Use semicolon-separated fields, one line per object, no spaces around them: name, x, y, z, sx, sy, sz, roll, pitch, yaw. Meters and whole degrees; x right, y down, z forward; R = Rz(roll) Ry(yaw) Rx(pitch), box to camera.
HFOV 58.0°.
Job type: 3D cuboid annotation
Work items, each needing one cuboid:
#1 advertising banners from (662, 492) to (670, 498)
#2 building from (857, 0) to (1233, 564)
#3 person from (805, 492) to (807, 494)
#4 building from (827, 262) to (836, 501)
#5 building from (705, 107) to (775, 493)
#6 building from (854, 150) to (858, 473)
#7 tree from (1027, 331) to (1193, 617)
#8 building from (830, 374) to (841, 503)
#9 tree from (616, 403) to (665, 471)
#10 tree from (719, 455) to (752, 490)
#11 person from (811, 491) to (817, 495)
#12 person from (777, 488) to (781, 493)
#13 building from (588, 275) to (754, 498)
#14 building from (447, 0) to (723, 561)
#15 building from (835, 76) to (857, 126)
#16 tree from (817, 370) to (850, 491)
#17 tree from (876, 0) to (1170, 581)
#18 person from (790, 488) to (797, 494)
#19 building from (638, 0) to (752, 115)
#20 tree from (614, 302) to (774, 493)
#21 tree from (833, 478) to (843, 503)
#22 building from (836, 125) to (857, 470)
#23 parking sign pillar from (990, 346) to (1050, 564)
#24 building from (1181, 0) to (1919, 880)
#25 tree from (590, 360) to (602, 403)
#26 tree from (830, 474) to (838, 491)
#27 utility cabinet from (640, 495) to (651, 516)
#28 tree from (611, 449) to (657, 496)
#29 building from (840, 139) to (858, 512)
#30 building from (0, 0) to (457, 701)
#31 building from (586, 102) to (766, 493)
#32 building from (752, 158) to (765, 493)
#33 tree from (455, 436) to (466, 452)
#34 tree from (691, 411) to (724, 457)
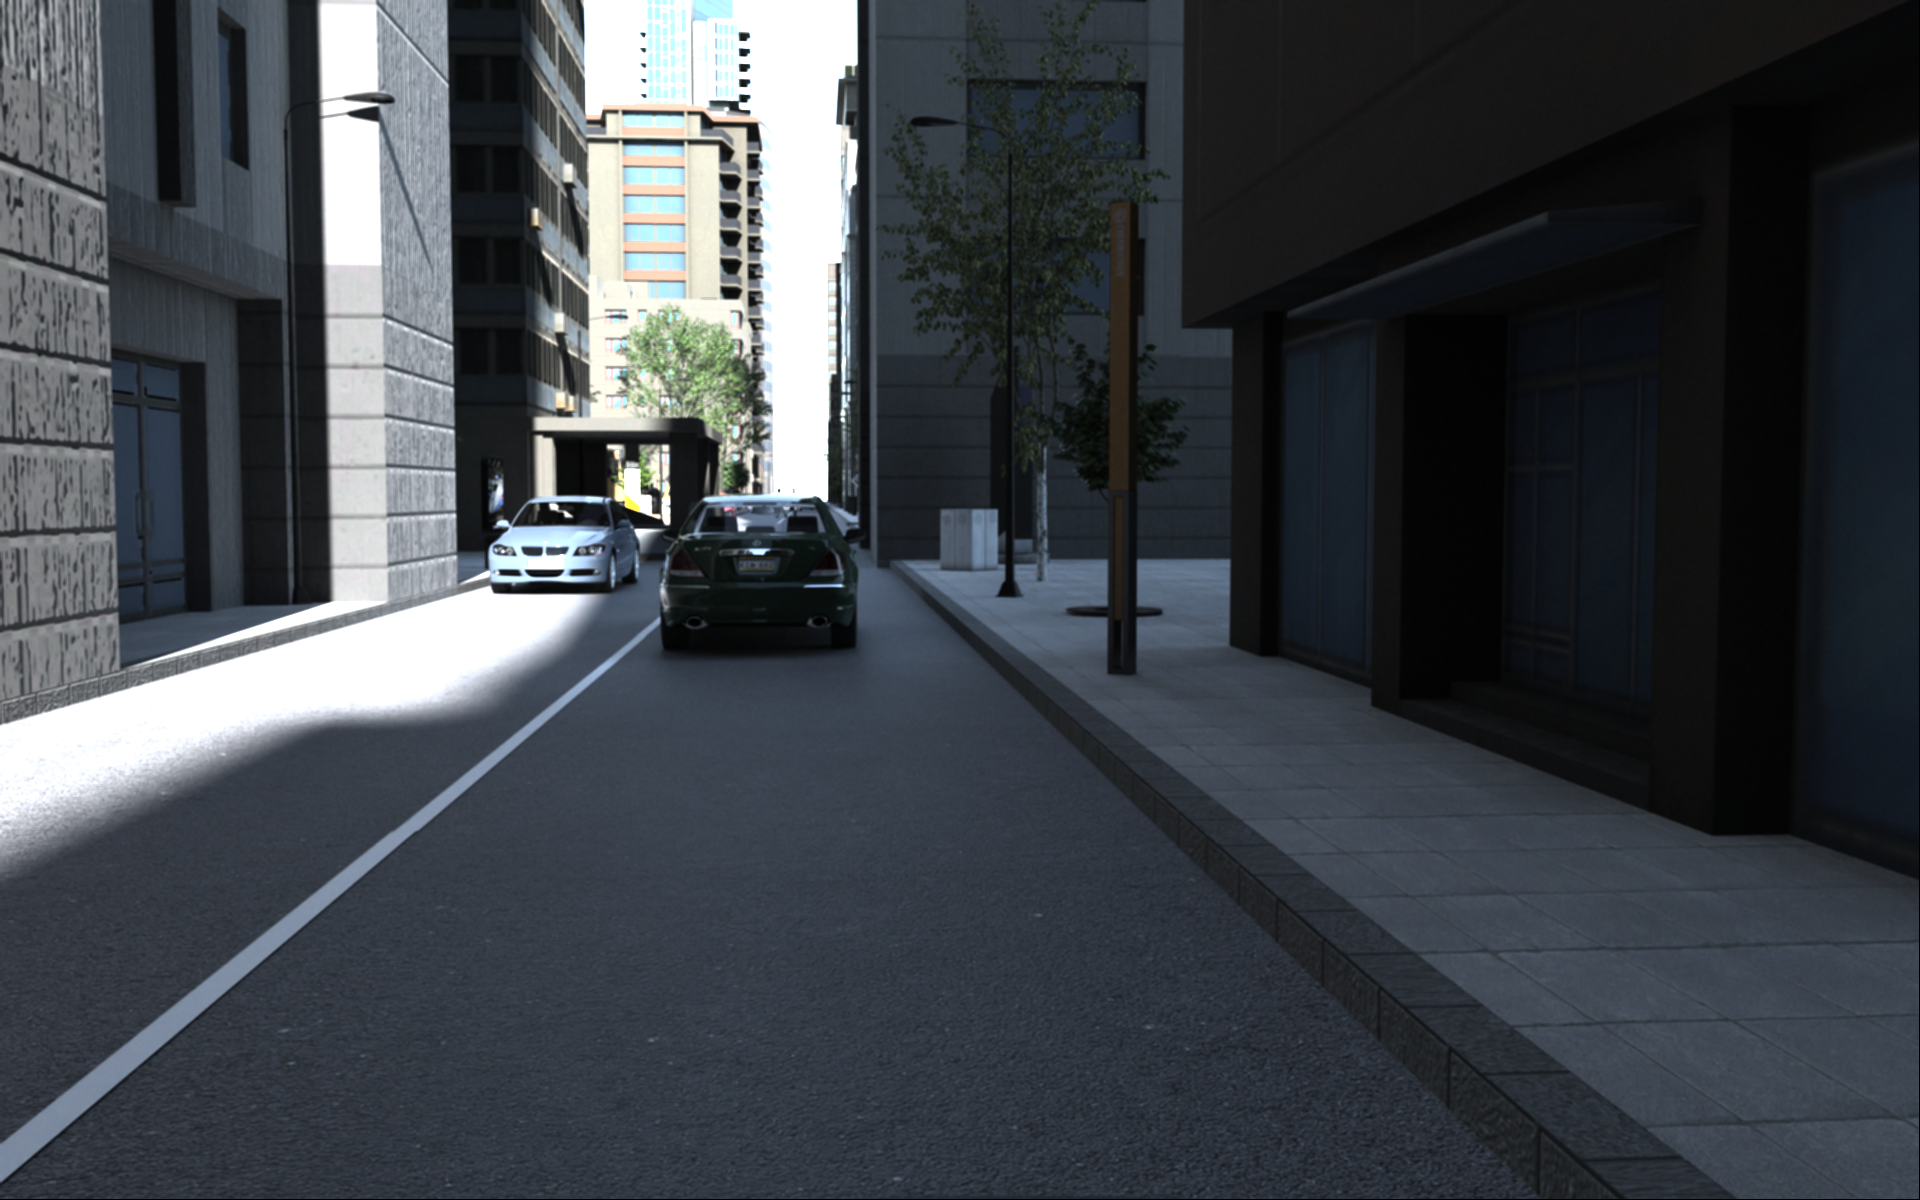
advertising banners;-23.091;-8.707;138.540;2.074;3.025;0.090;0;4;1
building;7.668;-30.865;46.642;21.231;58.520;28.212;0;4;-5
person;-21.194;-14.065;239.197;0.721;1.736;1.217;1;4;12
building;-16.449;-38.074;306.103;14.154;41.232;14.086;0;4;-5
building;-39.207;-44.135;263.599;21.231;58.520;28.212;0;4;-5
building;0.549;-19.519;112.650;14.314;27.812;24.014;0;4;-5
tree;1.690;-1.451;18.324;1.663;3.219;1.824;0;3;0
building;-5.871;-25.672;264.780;27.650;21.520;28.899;0;4;-5
tree;-24.762;-11.322;135.478;4.360;8.622;3.978;0;3;0
tree;-19.044;-9.851;144.772;4.285;4.588;4.351;0;3;0
person;-13.216;-8.983;156.172;0.742;1.727;0.445;0;4;6
person;-10.792;-5.835;104.180;0.850;1.792;0.678;0;4;-1
building;-34.401;-19.706;167.235;27.650;21.520;28.899;0;4;-5
building;-22.433;-21.424;42.165;32.217;40.220;23.993;0;4;-5
building;-0.949;-38.374;216.646;28.713;52.752;27.495;0;4;-5
tree;-4.848;-8.910;96.047;4.737;8.622;4.395;0;3;0
tree;0.972;-4.583;25.297;4.737;8.622;4.395;0;3;0
person;-10.297;-6.061;107.557;0.622;1.834;0.822;1;4;9
building;-42.730;-59.962;293.054;22.319;86.520;31.000;0;4;-5
tree;-15.172;-10.368;95.277;9.928;11.665;9.643;0;3;0
tree;-17.157;-15.518;248.313;1.663;3.219;1.824;0;3;0
building;-6.467;-31.322;195.709;14.154;41.232;14.086;0;4;-5
parking sign pillar;0.952;-2.677;32.241;1.447;3.967;1.447;-1;4;-16
building;9.373;-21.838;7.169;14.600;45.320;14.200;0;4;-5
tree;-18.810;-7.953;80.396;4.360;8.622;3.978;0;3;0
tree;-16.872;-15.893;243.556;4.285;4.588;4.351;0;3;0
utility cabinet;-16.738;-4.946;92.036;0.306;1.237;1.020;-2;4;-34
tree;-12.256;-4.361;65.907;1.663;3.219;1.824;0;3;0
building;-3.819;-22.121;139.177;11.434;29.767;29.804;0;4;-5
building;-16.399;-28.499;7.954;21.231;58.520;28.212;0;4;-5
building;-33.457;-33.132;196.328;22.147;44.769;28.867;0;4;-5
building;-32.352;-34.745;218.192;14.600;45.320;14.200;0;4;-5
tree;-8.820;-2.009;27.450;1.663;3.219;1.824;0;3;0
tree;-22.407;-12.275;151.060;4.737;8.622;4.395;0;3;0
